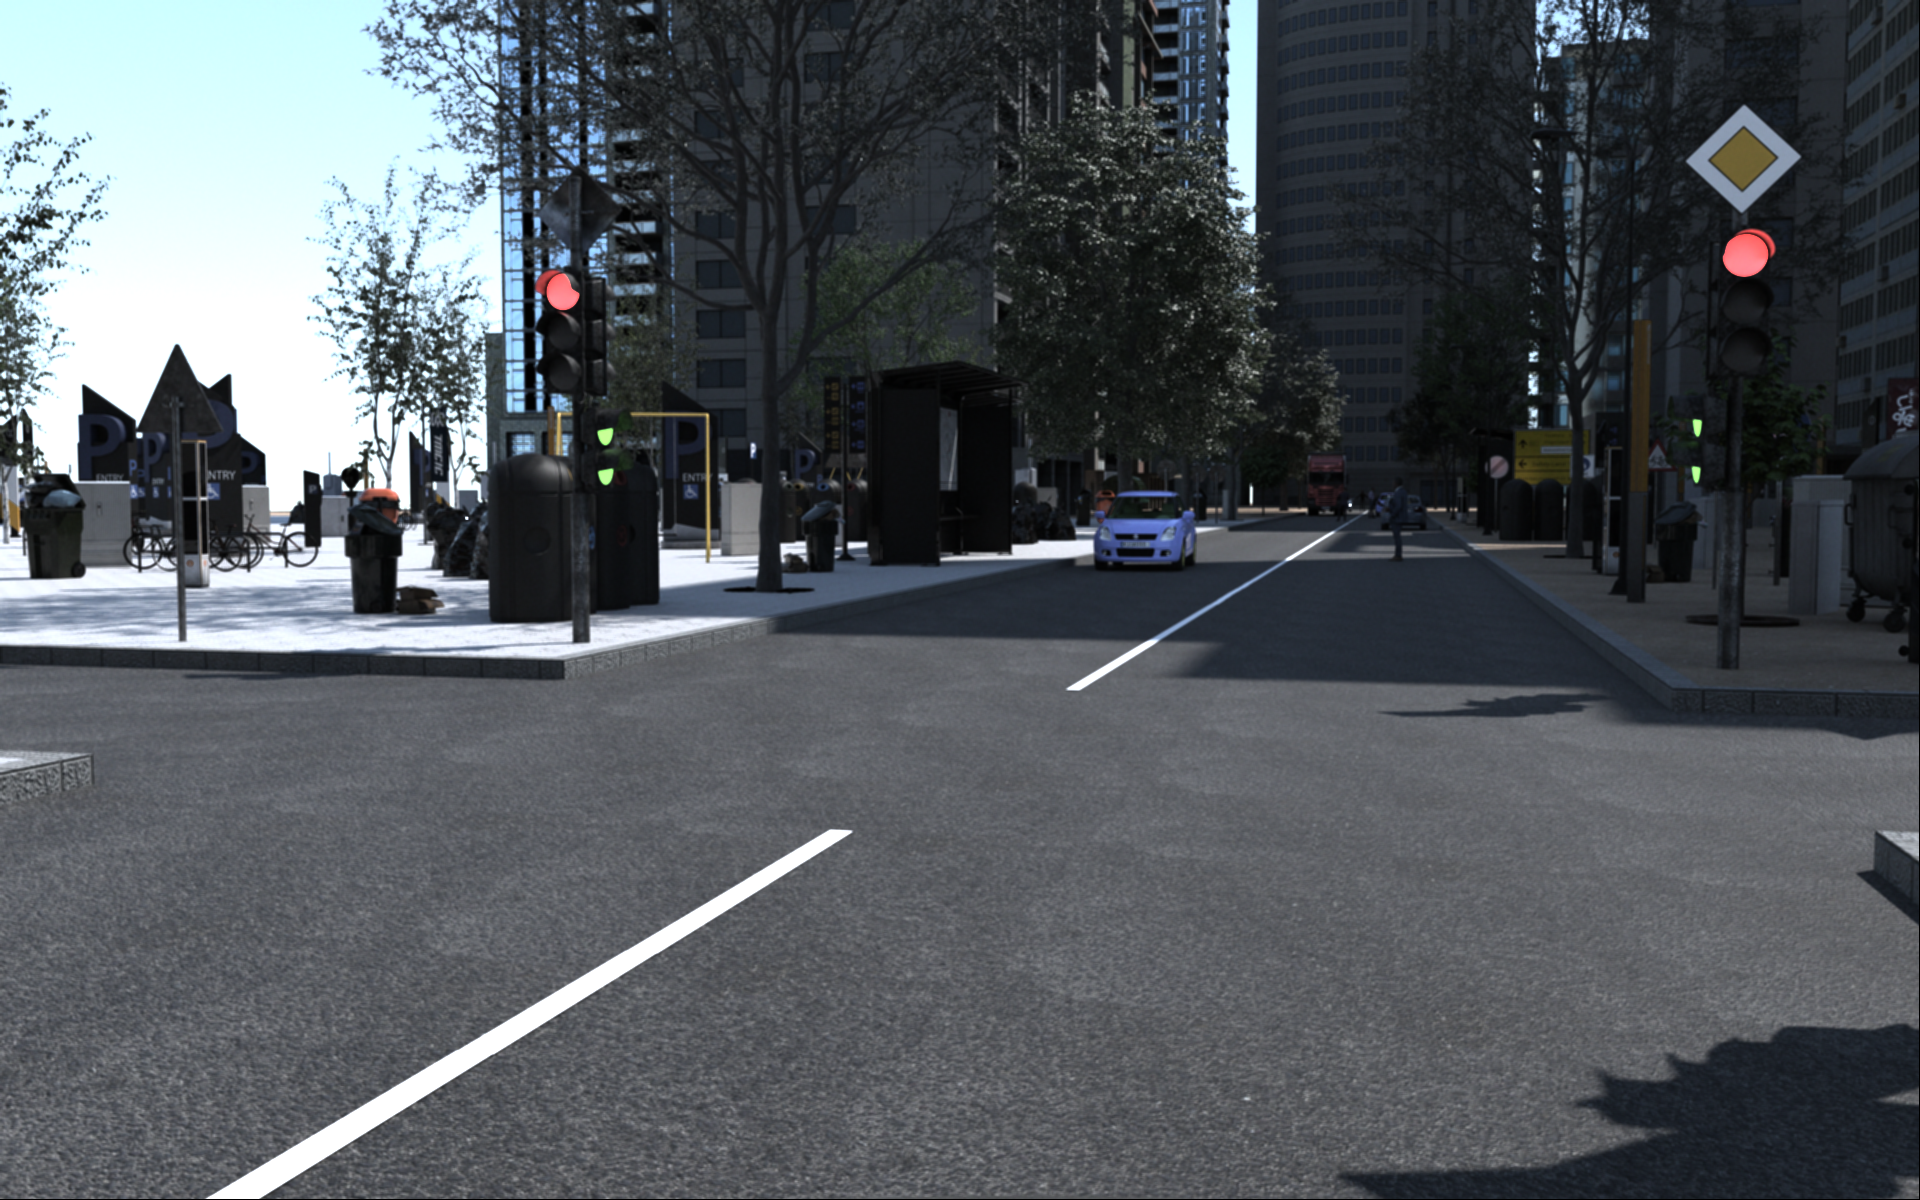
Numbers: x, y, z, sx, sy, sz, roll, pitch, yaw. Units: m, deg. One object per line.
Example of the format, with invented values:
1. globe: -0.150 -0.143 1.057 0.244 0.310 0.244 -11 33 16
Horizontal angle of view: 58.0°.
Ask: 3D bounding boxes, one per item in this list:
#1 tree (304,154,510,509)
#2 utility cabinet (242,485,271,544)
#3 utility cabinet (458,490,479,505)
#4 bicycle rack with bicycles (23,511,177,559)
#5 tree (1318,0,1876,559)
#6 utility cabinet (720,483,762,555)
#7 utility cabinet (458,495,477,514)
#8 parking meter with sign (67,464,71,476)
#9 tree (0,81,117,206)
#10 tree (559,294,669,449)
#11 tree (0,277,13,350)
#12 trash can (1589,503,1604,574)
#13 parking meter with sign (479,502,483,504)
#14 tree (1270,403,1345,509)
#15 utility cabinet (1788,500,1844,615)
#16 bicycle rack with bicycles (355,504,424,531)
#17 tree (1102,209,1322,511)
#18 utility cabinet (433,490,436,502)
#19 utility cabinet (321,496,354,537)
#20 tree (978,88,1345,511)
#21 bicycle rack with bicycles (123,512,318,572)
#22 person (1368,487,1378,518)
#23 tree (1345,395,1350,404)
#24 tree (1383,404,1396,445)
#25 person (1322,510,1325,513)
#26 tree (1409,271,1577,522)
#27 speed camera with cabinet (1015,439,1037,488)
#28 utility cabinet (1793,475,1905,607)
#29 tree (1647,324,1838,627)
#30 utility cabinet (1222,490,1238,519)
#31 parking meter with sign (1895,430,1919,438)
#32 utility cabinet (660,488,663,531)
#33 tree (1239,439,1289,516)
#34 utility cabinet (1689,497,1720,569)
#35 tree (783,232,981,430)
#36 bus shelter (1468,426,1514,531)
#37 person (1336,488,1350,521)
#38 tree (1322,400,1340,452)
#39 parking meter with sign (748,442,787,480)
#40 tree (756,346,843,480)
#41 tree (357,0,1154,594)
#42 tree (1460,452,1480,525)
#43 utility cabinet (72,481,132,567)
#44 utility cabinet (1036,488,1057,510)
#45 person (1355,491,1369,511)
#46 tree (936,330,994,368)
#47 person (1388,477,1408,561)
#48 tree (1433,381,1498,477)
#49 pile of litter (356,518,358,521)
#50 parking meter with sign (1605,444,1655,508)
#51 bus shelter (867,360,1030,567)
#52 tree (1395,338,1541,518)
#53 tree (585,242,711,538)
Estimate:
1. tree: -12.638 -5.398 38.615 4.360 8.622 3.978 0 3 0
2. utility cabinet: -18.165 -2.163 44.045 0.318 1.500 1.173 3 5 40
3. utility cabinet: -25.438 -4.932 89.309 1.173 1.500 0.318 -1 4 -15
4. bicycle rack with bicycles: -18.332 -1.439 36.906 2.852 0.926 2.925 0 4 7
5. tree: 12.258 -7.567 34.086 12.009 13.543 11.850 0 3 0
6. utility cabinet: -4.474 -1.679 36.124 0.318 1.500 1.173 3 4 38
7. utility cabinet: -23.527 -4.358 82.422 1.020 1.237 0.306 -1 4 -9
8. parking meter with sign: -51.939 -6.303 99.310 1.738 3.016 0.543 -3 4 -39
9. tree: -13.896 -4.447 23.069 4.360 8.622 3.978 0 3 0
10. tree: -12.571 -6.899 63.155 4.737 8.622 4.395 0 3 0
11. tree: -22.716 -5.318 37.313 4.737 8.622 4.395 0 3 0
12. trash can: 10.473 -0.987 27.786 0.748 1.137 0.748 0 3 0
13. parking meter with sign: -24.510 -5.800 91.096 1.738 3.016 0.543 -3 5 -44
14. tree: 29.841 -13.241 150.899 8.767 10.594 7.601 3 4 39
15. utility cabinet: 9.254 -0.464 18.742 0.306 1.237 1.020 3 5 40
16. bicycle rack with bicycles: -20.228 -2.958 61.737 2.925 0.926 2.852 3 5 44
17. tree: 8.912 -9.253 69.420 7.486 12.596 7.792 0 3 0
18. utility cabinet: -25.388 -4.593 83.782 1.173 1.500 0.318 -3 5 -44
19. utility cabinet: -18.600 -2.472 51.584 1.020 1.237 0.306 -1 4 -21
20. tree: 5.052 -8.977 53.427 9.857 13.997 8.962 0 3 0
21. bicycle rack with bicycles: -12.741 -0.977 29.360 2.925 0.926 2.852 0 4 -1
22. person: 24.611 -5.785 102.959 0.599 1.838 0.709 3 4 37
23. tree: 24.894 -13.835 132.853 9.857 13.997 8.962 0 3 0
24. tree: 34.817 -11.572 123.611 8.767 10.594 7.601 -1 4 -11
25. person: 27.293 -7.432 130.021 0.705 1.824 1.348 1 4 22
26. tree: 24.506 -9.428 79.900 9.928 11.665 9.643 0 3 0
27. speed camera with cabinet: 2.684 -4.178 62.641 0.660 3.252 2.038 2 4 29
28. utility cabinet: 10.181 -0.683 19.840 0.318 1.500 1.173 -3 5 -42
29. tree: 7.625 -1.375 17.089 1.663 3.219 1.824 0 3 0
30. utility cabinet: 13.604 -4.809 87.309 0.318 1.500 1.173 2 4 33
31. parking meter with sign: 11.677 -1.508 20.924 0.543 3.016 1.738 0 4 0
32. utility cabinet: -9.930 -3.086 59.134 0.318 1.500 1.173 0 4 8
33. tree: 17.832 -7.205 101.516 4.285 4.588 4.351 0 3 0
34. utility cabinet: 12.815 -1.147 29.912 0.306 1.237 1.020 2 4 33
35. tree: -3.101 -8.659 67.329 9.928 11.665 9.643 0 3 0
36. bus shelter: 19.455 -4.382 62.921 1.731 3.624 6.357 1 4 14
37. person: 20.212 -5.048 91.478 0.683 1.767 0.568 0 4 2
38. tree: 32.143 -14.949 162.537 7.486 12.596 7.792 0 3 0
39. parking meter with sign: -6.227 -3.798 58.363 1.738 3.016 0.543 1 4 15
40. tree: -8.120 -8.349 86.875 4.360 8.622 3.978 0 3 0
41. tree: -2.402 -6.856 22.463 12.009 13.543 11.850 0 3 0
42. tree: 21.397 -4.719 71.753 1.663 3.219 1.824 0 3 0
43. utility cabinet: -15.042 -1.308 30.068 1.173 1.500 0.318 -2 4 -25
44. utility cabinet: 2.681 -3.081 59.057 1.173 1.500 0.318 -1 4 -12
45. person: 33.335 -8.199 143.374 1.217 1.723 0.721 1 4 21
46. tree: -0.279 -7.777 77.522 4.737 8.622 4.395 0 3 0
47. person: 9.380 -1.737 37.082 0.419 1.800 0.721 1 4 19
48. tree: 31.249 -9.537 106.299 4.360 8.622 3.978 0 3 0
49. pile of litter: -19.468 -2.578 56.111 1.176 0.858 1.719 1 4 16
50. parking meter with sign: 23.391 -3.925 60.436 1.738 3.016 0.543 -1 4 -17
51. bus shelter: -0.119 -2.594 33.699 1.731 3.624 6.357 1 4 14
52. tree: 27.829 -9.746 93.751 7.601 10.594 8.767 1 4 16
53. tree: -8.996 -6.096 50.032 4.360 8.622 3.978 0 3 0
